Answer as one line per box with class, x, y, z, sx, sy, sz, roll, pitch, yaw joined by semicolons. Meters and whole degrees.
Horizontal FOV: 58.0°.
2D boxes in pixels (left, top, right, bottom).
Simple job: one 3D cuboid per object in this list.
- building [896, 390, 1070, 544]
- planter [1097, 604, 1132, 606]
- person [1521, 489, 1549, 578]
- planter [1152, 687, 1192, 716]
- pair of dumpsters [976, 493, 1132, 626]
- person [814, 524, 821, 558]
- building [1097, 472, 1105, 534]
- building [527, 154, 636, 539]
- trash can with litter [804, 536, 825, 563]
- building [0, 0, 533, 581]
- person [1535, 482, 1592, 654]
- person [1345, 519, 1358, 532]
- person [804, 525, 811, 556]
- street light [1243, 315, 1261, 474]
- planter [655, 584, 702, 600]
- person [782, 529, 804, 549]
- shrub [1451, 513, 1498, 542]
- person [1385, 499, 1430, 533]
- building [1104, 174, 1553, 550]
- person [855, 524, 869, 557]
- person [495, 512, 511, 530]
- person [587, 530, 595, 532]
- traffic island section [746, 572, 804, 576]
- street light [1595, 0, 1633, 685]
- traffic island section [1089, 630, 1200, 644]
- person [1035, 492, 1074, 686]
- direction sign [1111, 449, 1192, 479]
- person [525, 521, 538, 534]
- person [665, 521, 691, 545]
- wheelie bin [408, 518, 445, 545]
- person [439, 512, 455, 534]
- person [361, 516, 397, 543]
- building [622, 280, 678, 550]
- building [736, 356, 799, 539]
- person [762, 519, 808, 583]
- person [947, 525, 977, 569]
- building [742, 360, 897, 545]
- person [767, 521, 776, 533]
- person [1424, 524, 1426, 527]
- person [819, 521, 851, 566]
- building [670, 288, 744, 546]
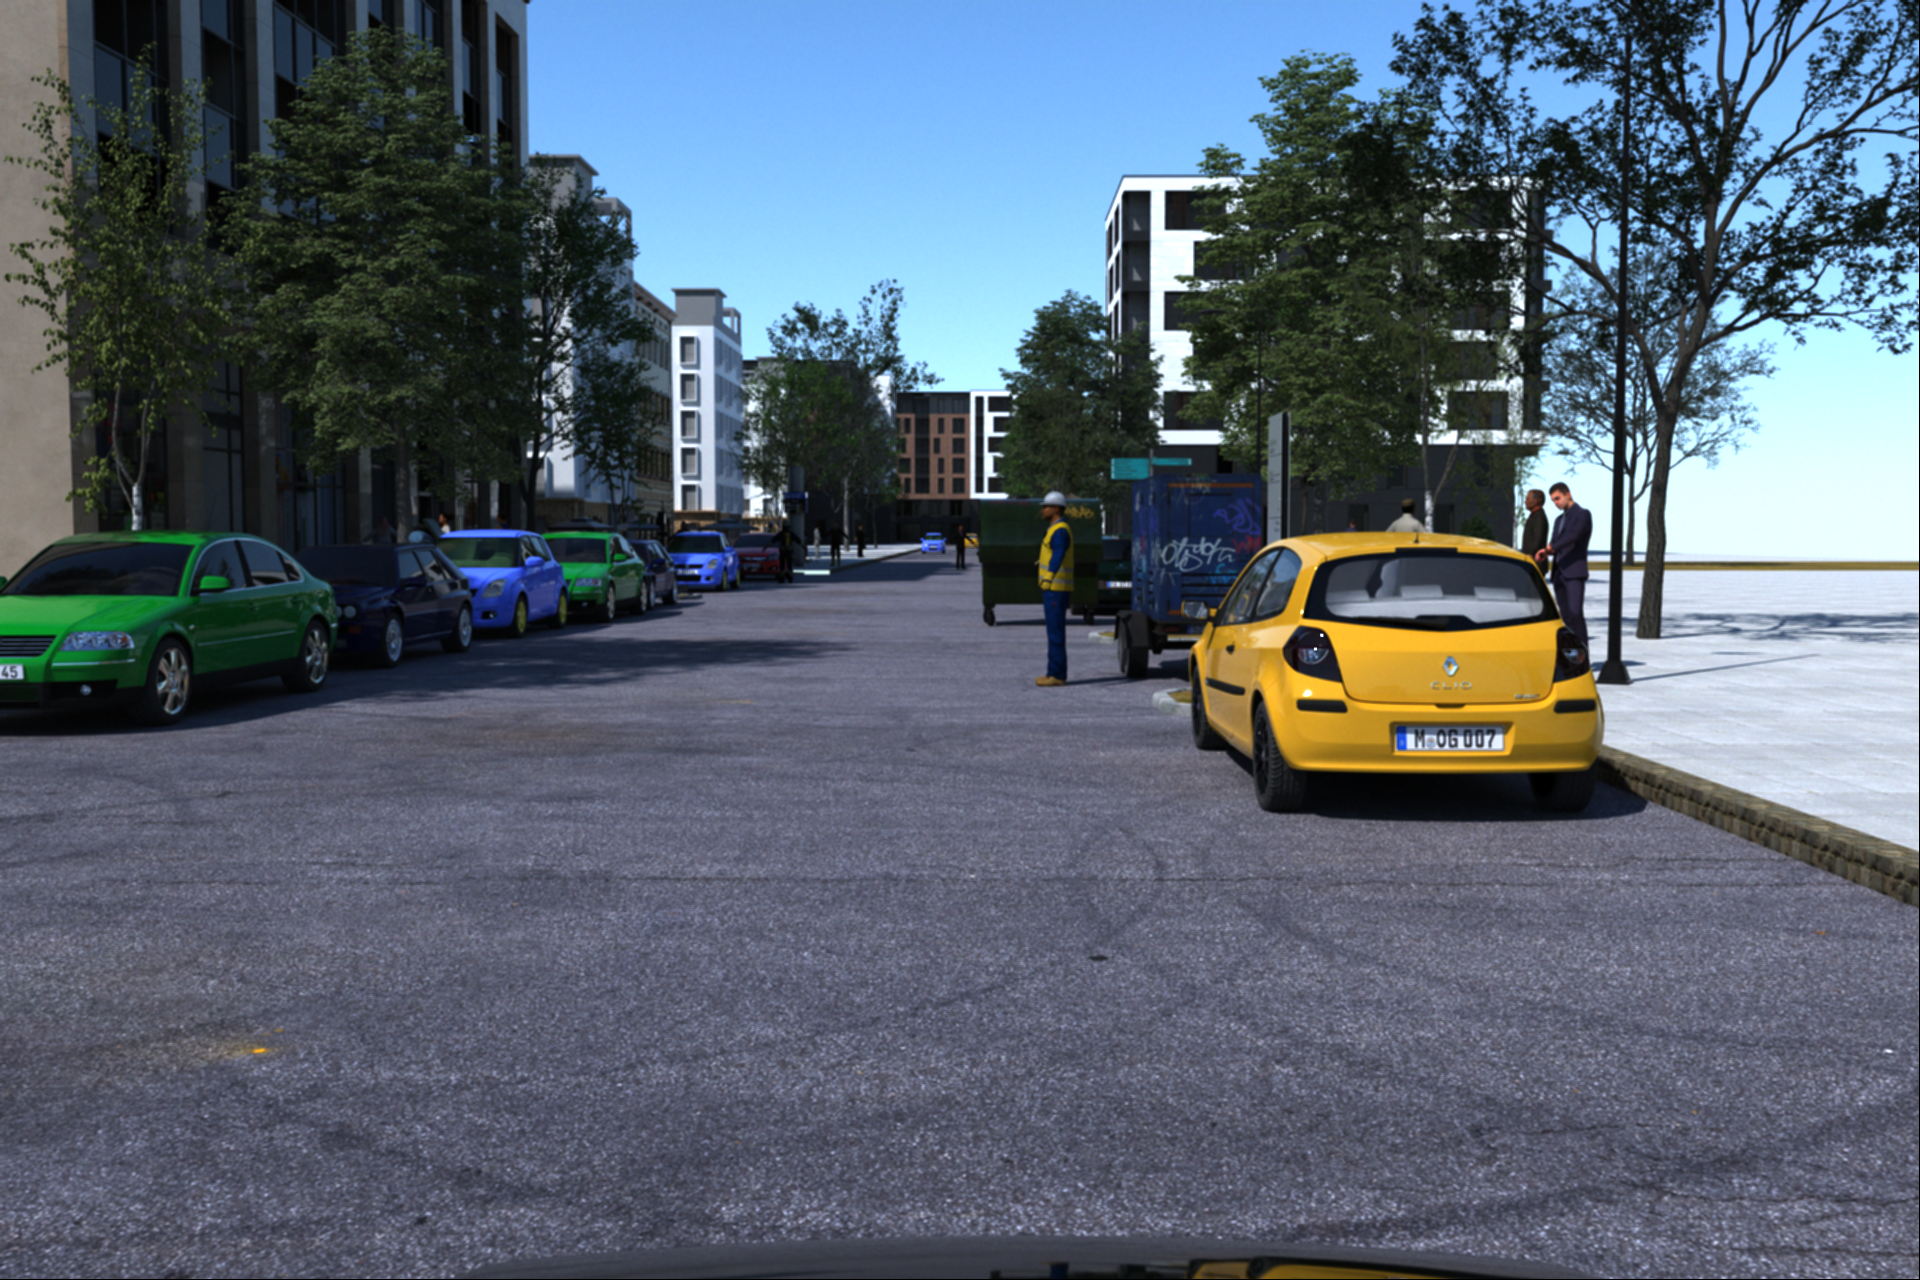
building;-0.951;-25.145;257.553;32.646;21.610;27.936;0;4;-1
planter;2.857;-0.871;35.376;1.991;0.319;1.994;0;4;1
person;6.727;-0.868;20.364;0.705;1.807;1.348;1;4;17
planter;2.618;0.417;14.321;1.991;0.319;1.994;0;4;1
pair of dumpsters;2.476;-1.378;27.475;4.436;2.255;1.574;0;4;0
person;-7.583;-5.271;92.367;0.705;1.806;1.347;-1;4;-15
building;22.083;-16.448;211.069;9.099;9.664;28.070;0;4;1
building;-24.037;-14.150;87.777;16.016;20.090;11.380;0;4;1
trash can with litter;-6.861;-4.102;78.122;1.678;1.210;2.233;0;4;2
building;-29.056;-17.541;53.018;22.709;31.103;35.509;0;4;1
person;5.626;-0.593;16.191;0.568;1.767;0.683;-1;4;-15
person;11.277;-2.621;49.814;0.530;1.710;0.541;-1;4;-20
person;-9.125;-5.806;101.110;0.705;1.806;1.347;-2;4;-35
street light;6.719;-3.870;35.814;1.470;5.913;1.316;0;4;1
planter;-6.781;-1.053;38.351;1.991;0.319;1.994;0;4;1
person;-5.806;-2.985;57.383;1.348;1.813;0.705;0;4;4
shrub;19.225;-3.714;64.763;1.661;2.075;1.752;0;3;0
person;6.833;-1.240;26.367;0.704;1.819;1.344;-3;5;-43
building;23.406;-16.580;115.065;27.936;21.610;32.646;0;4;1
person;-5.447;-5.461;95.215;0.705;1.837;1.347;2;4;29
person;-10.870;-2.133;41.040;0.704;1.807;1.345;1;4;22
person;-17.402;-4.573;81.487;1.216;1.740;0.721;-3;4;-39
traffic island section;-6.475;-2.298;60.438;1.991;0.108;1.994;0;4;1
street light;6.167;-2.579;14.711;1.470;5.913;1.316;0;4;1
traffic island section;2.743;-0.028;23.321;1.991;0.108;1.994;0;4;1
person;0.874;-0.489;16.430;0.705;1.833;1.349;0;4;2
direction sign;5.998;-3.981;53.858;2.525;3.948;1.411;0;4;0
person;-15.610;-3.462;62.735;0.704;1.817;1.347;2;4;27
person;-9.530;-3.228;59.589;1.215;1.729;0.721;0;4;4
wheelie bin;-10.609;-1.634;34.628;0.693;1.594;0.980;0;4;0
person;-10.904;-1.810;36.371;0.721;1.739;1.217;-2;4;-28
person;-16.581;-2.674;49.860;1.347;1.811;0.704;-1;4;-18
building;-29.116;-17.091;110.369;19.493;23.208;18.063;0;3;0
building;-23.194;-20.133;185.598;16.016;20.090;11.380;0;4;1
person;-5.087;-2.587;50.540;1.354;1.856;0.705;-1;4;-16
person;0.043;-3.790;70.650;1.346;1.802;0.704;-2;4;-29
building;-22.820;-22.976;219.627;27.936;21.610;32.646;0;4;1
person;-7.344;-3.671;66.481;0.721;1.772;1.216;2;4;26
person;11.923;-2.361;45.455;0.742;1.727;0.445;2;4;23
person;-4.999;-3.879;69.558;1.346;1.812;0.704;1;4;14
building;-23.660;-17.006;134.464;16.016;20.090;11.380;0;4;2
